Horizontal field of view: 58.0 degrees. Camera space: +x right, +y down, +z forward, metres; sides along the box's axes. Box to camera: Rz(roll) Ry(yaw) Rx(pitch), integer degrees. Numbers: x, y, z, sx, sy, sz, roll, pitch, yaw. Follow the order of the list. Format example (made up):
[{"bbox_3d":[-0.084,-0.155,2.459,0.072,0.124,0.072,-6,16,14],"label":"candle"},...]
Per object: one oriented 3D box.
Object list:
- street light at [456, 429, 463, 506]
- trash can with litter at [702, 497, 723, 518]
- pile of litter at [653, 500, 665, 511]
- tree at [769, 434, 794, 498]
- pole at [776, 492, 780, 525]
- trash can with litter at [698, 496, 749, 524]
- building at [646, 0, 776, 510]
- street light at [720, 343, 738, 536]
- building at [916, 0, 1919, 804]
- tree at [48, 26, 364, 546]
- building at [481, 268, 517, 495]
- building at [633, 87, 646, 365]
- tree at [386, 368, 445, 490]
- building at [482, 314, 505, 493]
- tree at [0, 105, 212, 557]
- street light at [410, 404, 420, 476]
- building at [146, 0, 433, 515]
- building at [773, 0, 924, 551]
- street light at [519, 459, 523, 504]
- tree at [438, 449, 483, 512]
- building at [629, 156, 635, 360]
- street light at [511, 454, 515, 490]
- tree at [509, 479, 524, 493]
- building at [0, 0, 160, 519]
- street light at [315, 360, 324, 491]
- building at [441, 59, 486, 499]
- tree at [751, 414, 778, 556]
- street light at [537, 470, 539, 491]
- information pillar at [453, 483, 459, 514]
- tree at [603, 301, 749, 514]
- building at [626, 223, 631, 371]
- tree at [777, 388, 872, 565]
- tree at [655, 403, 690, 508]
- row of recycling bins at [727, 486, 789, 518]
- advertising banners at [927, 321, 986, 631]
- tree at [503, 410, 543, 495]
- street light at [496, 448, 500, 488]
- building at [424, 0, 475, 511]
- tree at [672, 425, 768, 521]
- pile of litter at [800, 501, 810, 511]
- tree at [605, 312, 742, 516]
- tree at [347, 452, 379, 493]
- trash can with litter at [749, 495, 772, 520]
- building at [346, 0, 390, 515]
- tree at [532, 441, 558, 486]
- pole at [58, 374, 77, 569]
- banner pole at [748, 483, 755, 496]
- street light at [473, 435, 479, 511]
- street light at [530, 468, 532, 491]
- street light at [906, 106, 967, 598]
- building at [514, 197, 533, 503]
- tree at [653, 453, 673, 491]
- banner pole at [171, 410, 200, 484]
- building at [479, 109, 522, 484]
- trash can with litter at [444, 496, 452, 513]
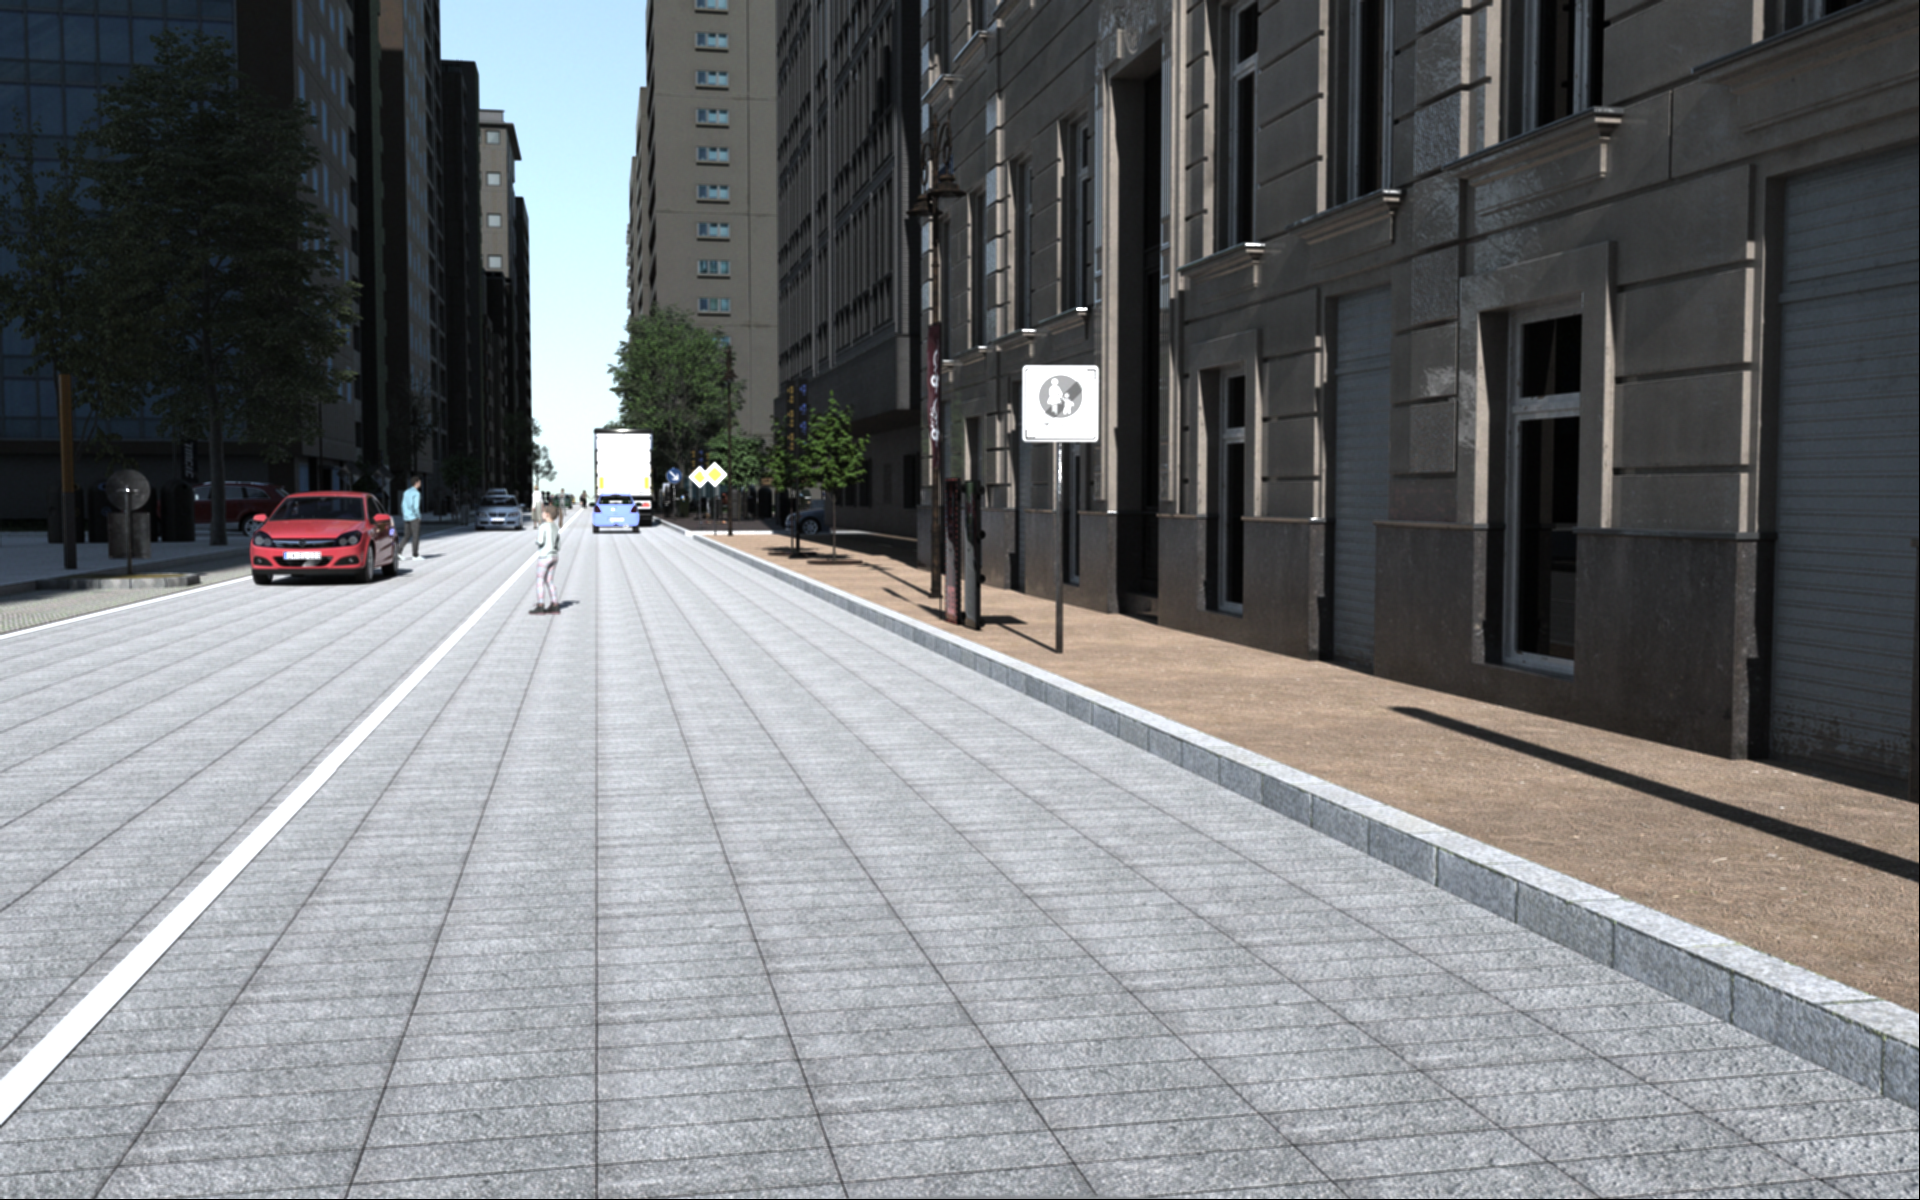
[{"bbox_3d":[-34.575,-9.001,119.959,0.468,5.910,1.993,-1,4,-12],"label":"street light"},{"bbox_3d":[-13.088,-4.892,91.370,0.624,1.170,1.055,3,4,37],"label":"trash can with litter"},{"bbox_3d":[-23.310,-7.261,132.675,1.719,0.858,1.176,1,4,14],"label":"pile of litter"},{"bbox_3d":[-12.183,-10.776,126.550,4.360,8.622,3.978,0,3,0],"label":"tree"},{"bbox_3d":[-7.593,-4.783,72.051,0.158,3.312,0.155,0,3,0],"label":"pole"},{"bbox_3d":[-10.689,-3.972,75.999,1.678,1.210,2.233,-3,4,-38],"label":"trash can with litter"},{"bbox_3d":[-16.083,-32.253,151.037,21.300,48.544,21.600,-1,4,-12],"label":"building"},{"bbox_3d":[-7.069,-4.915,53.141,0.468,5.910,1.993,-1,4,-12],"label":"street light"},{"bbox_3d":[7.271,-13.502,18.029,12.463,27.353,25.104,-1,4,-12],"label":"building"},{"bbox_3d":[-18.995,-7.648,43.180,7.486,12.596,7.792,0,3,0],"label":"tree"},{"bbox_3d":[-64.220,-27.465,220.748,14.160,30.474,14.107,-1,4,-12],"label":"building"},{"bbox_3d":[-26.115,-35.238,199.845,21.300,48.544,21.600,-1,4,-12],"label":"building"},{"bbox_3d":[-32.102,-9.218,101.075,4.360,8.622,3.978,0,3,0],"label":"tree"},{"bbox_3d":[-61.895,-20.370,178.093,27.650,21.520,28.899,-1,4,-12],"label":"building"},{"bbox_3d":[-17.213,-5.100,33.747,4.737,8.622,4.395,0,3,0],"label":"tree"},{"bbox_3d":[-28.158,-7.143,89.569,0.468,5.910,1.993,-1,4,-12],"label":"street light"},{"bbox_3d":[-41.620,-28.115,109.793,14.600,45.320,14.200,-1,4,-12],"label":"building"},{"bbox_3d":[3.607,-15.216,42.294,14.314,27.812,24.014,-1,4,-12],"label":"building"},{"bbox_3d":[-54.590,-14.838,215.386,0.468,5.910,1.993,-1,4,-12],"label":"street light"},{"bbox_3d":[-36.551,-8.751,126.796,4.285,4.588,4.351,0,3,0],"label":"tree"},{"bbox_3d":[-34.218,-37.580,238.140,21.300,48.544,21.600,-1,4,-12],"label":"building"},{"bbox_3d":[-50.606,-13.673,196.342,0.468,5.910,1.993,-1,4,-12],"label":"street light"},{"bbox_3d":[-51.405,-12.558,199.921,1.663,3.219,1.824,0,3,0],"label":"tree"},{"bbox_3d":[-31.874,-25.476,66.646,14.600,45.320,14.200,-1,4,-12],"label":"building"},{"bbox_3d":[-21.834,-5.283,59.159,0.468,5.910,1.993,-1,4,-12],"label":"street light"},{"bbox_3d":[-51.148,-28.989,157.572,14.154,41.232,14.086,-1,4,-12],"label":"building"},{"bbox_3d":[-3.508,-2.553,36.337,1.663,3.219,1.824,0,3,0],"label":"tree"},{"bbox_3d":[-67.301,-18.566,276.348,0.468,5.910,1.993,-1,4,-12],"label":"street light"},{"bbox_3d":[-32.131,-6.477,110.385,0.304,2.012,0.304,-2,4,-26],"label":"information pillar"},{"bbox_3d":[-18.589,-12.640,113.325,9.857,13.997,8.962,0,3,0],"label":"tree"},{"bbox_3d":[-42.101,-40.290,278.349,23.786,49.044,30.456,-1,4,-12],"label":"building"},{"bbox_3d":[-2.448,-2.276,31.822,1.663,3.219,1.824,0,3,0],"label":"tree"},{"bbox_3d":[-23.323,-11.370,136.257,4.360,8.622,3.978,0,3,0],"label":"tree"},{"bbox_3d":[-11.011,-5.342,94.456,3.534,1.692,1.069,1,4,12],"label":"row of recycling bins"},{"bbox_3d":[-0.064,-1.278,17.087,0.090,3.025,2.074,-1,4,-14],"label":"advertising banners"},{"bbox_3d":[-53.932,-17.205,207.063,9.928,11.665,9.643,0,3,0],"label":"tree"},{"bbox_3d":[-44.050,-11.779,165.374,0.468,5.910,1.993,-1,4,-12],"label":"street light"},{"bbox_3d":[-50.393,-42.867,139.125,20.563,71.187,20.611,-1,4,-12],"label":"building"},{"bbox_3d":[-10.559,-6.041,82.482,4.285,4.588,4.351,0,3,0],"label":"tree"},{"bbox_3d":[-9.404,-5.664,106.571,1.719,0.858,1.176,2,4,30],"label":"pile of litter"},{"bbox_3d":[-16.116,-10.640,99.714,9.928,11.665,9.643,0,3,0],"label":"tree"},{"bbox_3d":[-26.936,-5.070,77.503,1.663,3.219,1.824,0,3,0],"label":"tree"},{"bbox_3d":[-10.428,-4.681,87.592,1.678,1.210,2.233,-3,5,-43],"label":"trash can with litter"},{"bbox_3d":[-37.561,-19.376,88.503,14.160,30.474,14.107,-1,4,-12],"label":"building"},{"bbox_3d":[-70.578,-21.640,288.223,7.601,10.594,8.767,-1,4,-15],"label":"tree"},{"bbox_3d":[-15.225,-2.184,29.545,0.158,3.312,0.155,0,3,0],"label":"pole"},{"bbox_3d":[-11.038,-6.202,91.428,0.401,3.779,0.863,2,4,28],"label":"banner pole"},{"bbox_3d":[-37.544,-9.880,134.325,0.468,5.910,1.993,-1,4,-12],"label":"street light"},{"bbox_3d":[-60.907,-16.707,245.953,0.468,5.910,1.993,-1,4,-12],"label":"street light"},{"bbox_3d":[-0.300,-2.961,21.199,0.468,5.910,1.993,-1,4,-12],"label":"street light"},{"bbox_3d":[-76.927,-39.195,264.533,21.300,48.544,21.600,-1,4,-12],"label":"building"},{"bbox_3d":[-20.881,-8.499,122.669,4.285,4.588,4.351,0,3,0],"label":"tree"},{"bbox_3d":[-22.635,-3.699,50.490,0.863,3.779,0.401,-2,4,-29],"label":"banner pole"},{"bbox_3d":[-75.394,-39.737,238.946,28.713,52.752,27.495,-1,4,-12],"label":"building"},{"bbox_3d":[-34.902,-6.537,118.260,0.624,1.170,1.055,0,4,-7],"label":"trash can with litter"}]
